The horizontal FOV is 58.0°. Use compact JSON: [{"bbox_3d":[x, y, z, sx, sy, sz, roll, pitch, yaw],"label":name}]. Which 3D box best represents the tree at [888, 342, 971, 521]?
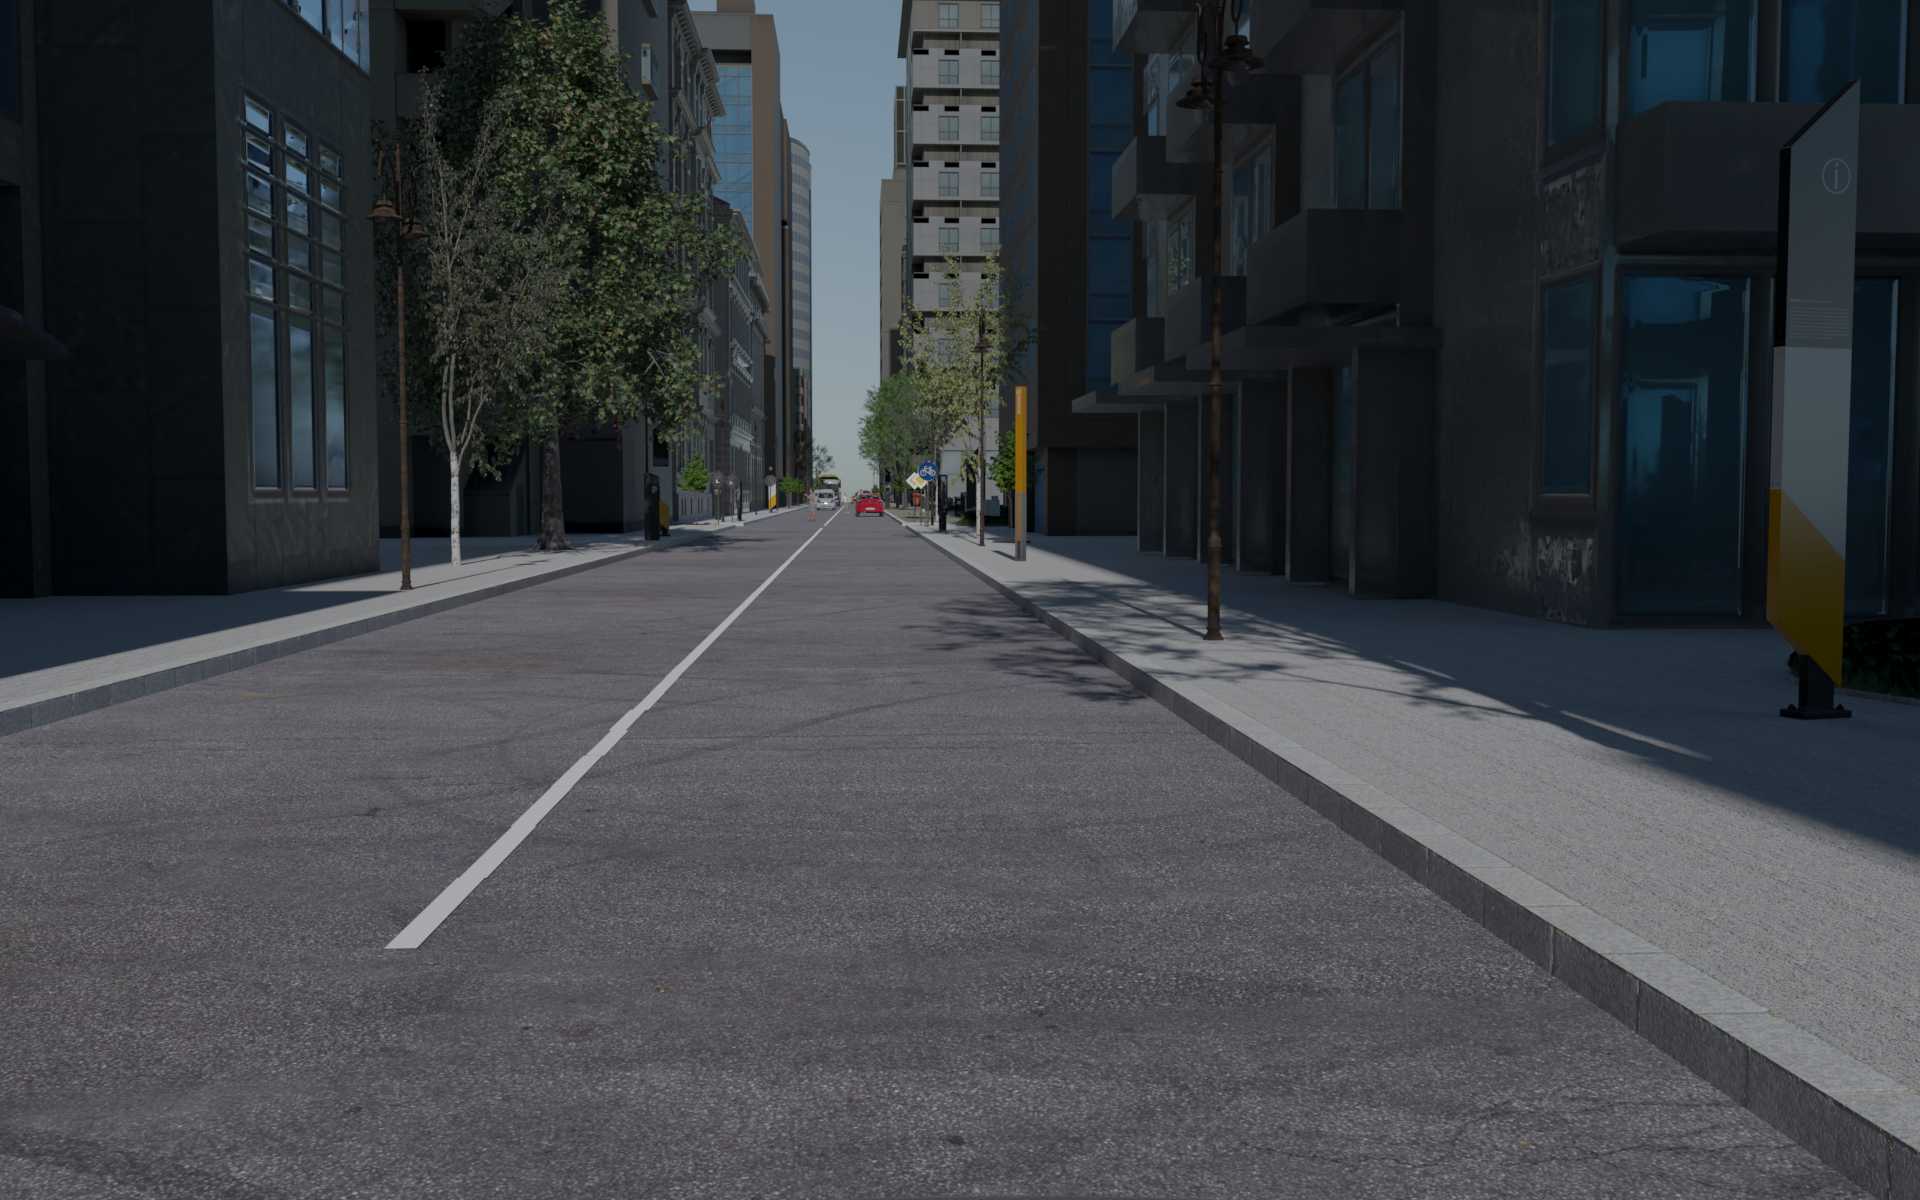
[{"bbox_3d":[-1.200,-8.124,83.191,4.360,8.622,3.978,0,3,0],"label":"tree"}]

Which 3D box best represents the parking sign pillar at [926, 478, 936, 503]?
[{"bbox_3d":[-2.725,-10.051,152.801,1.447,3.967,1.447,0,4,2],"label":"parking sign pillar"}]

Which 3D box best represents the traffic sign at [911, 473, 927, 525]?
[{"bbox_3d":[-1.605,-4.138,71.307,0.795,2.450,0.064,0,4,-3],"label":"traffic sign"}]

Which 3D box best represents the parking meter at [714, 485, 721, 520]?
[{"bbox_3d":[-12.005,-4.901,85.840,0.255,1.863,0.399,1,4,8],"label":"parking meter"}]

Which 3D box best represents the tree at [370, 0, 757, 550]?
[{"bbox_3d":[-9.465,-7.502,39.671,9.611,12.733,9.660,0,3,0],"label":"tree"}]

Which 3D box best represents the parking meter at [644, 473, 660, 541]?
[{"bbox_3d":[-8.490,-2.572,47.756,0.255,1.863,0.399,3,4,39],"label":"parking meter"}]

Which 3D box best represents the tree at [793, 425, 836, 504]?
[{"bbox_3d":[-20.709,-18.150,231.170,8.767,10.594,7.601,-1,4,-11],"label":"tree"}]

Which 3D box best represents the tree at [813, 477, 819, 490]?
[{"bbox_3d":[-25.688,-20.061,311.710,4.285,4.588,4.351,0,3,0],"label":"tree"}]

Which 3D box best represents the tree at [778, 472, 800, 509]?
[{"bbox_3d":[-15.347,-9.678,152.828,1.663,3.219,1.824,0,3,0],"label":"tree"}]

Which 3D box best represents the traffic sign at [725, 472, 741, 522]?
[{"bbox_3d":[-10.363,-4.597,78.804,0.795,2.450,0.064,0,4,-3],"label":"traffic sign"}]

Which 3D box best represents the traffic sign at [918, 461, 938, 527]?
[{"bbox_3d":[-1.245,-4.090,66.983,0.768,2.556,0.104,0,3,0],"label":"traffic sign"}]

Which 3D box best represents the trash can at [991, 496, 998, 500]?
[{"bbox_3d":[3.101,-8.734,154.454,0.748,1.137,0.748,0,3,0],"label":"trash can"}]

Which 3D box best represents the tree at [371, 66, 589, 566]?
[{"bbox_3d":[-8.820,-4.927,30.923,4.360,8.622,3.978,0,3,0],"label":"tree"}]

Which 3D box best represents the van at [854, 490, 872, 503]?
[{"bbox_3d":[-9.318,-9.865,168.301,2.013,2.044,4.112,0,4,-5],"label":"van"}]

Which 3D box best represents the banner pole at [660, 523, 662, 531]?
[{"bbox_3d":[-10.206,-4.255,59.583,0.401,3.779,0.863,-3,4,-37],"label":"banner pole"}]

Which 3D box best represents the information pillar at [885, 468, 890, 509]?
[{"bbox_3d":[-6.424,-9.918,153.518,0.504,3.616,0.183,-1,4,-10],"label":"information pillar"}]

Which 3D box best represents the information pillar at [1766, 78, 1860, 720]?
[{"bbox_3d":[4.842,-1.130,9.825,0.504,3.616,0.183,-1,4,-18],"label":"information pillar"}]

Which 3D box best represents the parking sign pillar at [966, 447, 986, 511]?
[{"bbox_3d":[0.885,-6.620,96.715,1.447,3.967,1.447,-2,4,-35],"label":"parking sign pillar"}]

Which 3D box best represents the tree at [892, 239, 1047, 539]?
[{"bbox_3d":[0.298,-6.060,49.439,4.737,8.622,4.395,0,3,0],"label":"tree"}]

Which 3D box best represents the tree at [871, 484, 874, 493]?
[{"bbox_3d":[-14.936,-18.990,305.089,1.663,3.219,1.824,0,3,0],"label":"tree"}]

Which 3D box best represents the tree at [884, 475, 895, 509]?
[{"bbox_3d":[-5.179,-9.510,150.083,1.663,3.219,1.824,0,3,0],"label":"tree"}]

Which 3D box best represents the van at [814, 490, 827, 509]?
[{"bbox_3d":[-13.773,-9.889,168.695,2.013,2.044,4.112,0,4,-3],"label":"van"}]

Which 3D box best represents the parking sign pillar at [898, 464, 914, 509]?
[{"bbox_3d":[-4.485,-9.652,146.287,1.447,3.967,1.447,0,4,6],"label":"parking sign pillar"}]

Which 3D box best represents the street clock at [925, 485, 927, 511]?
[{"bbox_3d":[-2.597,-7.642,129.523,0.358,2.002,0.471,-1,4,-16],"label":"street clock"}]

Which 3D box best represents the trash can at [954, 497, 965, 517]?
[{"bbox_3d":[-0.016,-5.341,98.973,0.748,1.137,0.748,0,3,0],"label":"trash can"}]

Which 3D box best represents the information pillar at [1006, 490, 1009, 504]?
[{"bbox_3d":[4.017,-8.567,144.561,0.304,2.012,0.304,1,4,18],"label":"information pillar"}]

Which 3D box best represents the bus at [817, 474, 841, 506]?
[{"bbox_3d":[-16.534,-13.988,220.252,2.896,3.916,12.252,0,4,-2],"label":"bus"}]

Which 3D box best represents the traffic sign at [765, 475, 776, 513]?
[{"bbox_3d":[-12.699,-7.095,116.113,0.768,2.556,0.104,0,4,0],"label":"traffic sign"}]

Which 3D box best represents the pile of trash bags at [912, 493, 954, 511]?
[{"bbox_3d":[-1.956,-7.462,131.748,3.447,1.369,1.912,1,4,11],"label":"pile of trash bags"}]

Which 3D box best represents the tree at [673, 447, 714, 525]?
[{"bbox_3d":[-10.992,-4.742,72.140,1.663,3.219,1.824,0,3,0],"label":"tree"}]

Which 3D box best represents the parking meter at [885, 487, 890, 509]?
[{"bbox_3d":[-6.190,-8.675,147.548,0.399,1.863,0.255,0,4,2],"label":"parking meter"}]

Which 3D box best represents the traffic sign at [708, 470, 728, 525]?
[{"bbox_3d":[-9.885,-4.110,70.833,0.795,2.450,0.064,0,4,-3],"label":"traffic sign"}]

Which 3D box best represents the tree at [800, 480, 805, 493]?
[{"bbox_3d":[-17.547,-11.675,185.480,1.663,3.219,1.824,0,3,0],"label":"tree"}]

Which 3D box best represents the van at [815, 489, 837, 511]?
[{"bbox_3d":[-11.782,-8.888,152.329,2.013,2.044,4.112,0,4,-3],"label":"van"}]

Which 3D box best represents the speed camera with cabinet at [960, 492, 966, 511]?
[{"bbox_3d":[0.603,-7.840,122.524,0.660,3.252,2.038,-1,4,-19],"label":"speed camera with cabinet"}]

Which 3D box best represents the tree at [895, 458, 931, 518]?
[{"bbox_3d":[-2.396,-6.027,93.136,1.663,3.219,1.824,0,3,0],"label":"tree"}]

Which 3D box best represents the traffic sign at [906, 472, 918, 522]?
[{"bbox_3d":[-2.082,-4.626,79.277,0.795,2.450,0.064,0,4,-3],"label":"traffic sign"}]

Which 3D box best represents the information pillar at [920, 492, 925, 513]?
[{"bbox_3d":[-2.500,-6.846,116.421,0.304,2.012,0.304,0,4,-5],"label":"information pillar"}]

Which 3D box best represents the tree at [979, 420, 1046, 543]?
[{"bbox_3d":[1.382,-3.115,45.525,1.663,3.219,1.824,0,3,0],"label":"tree"}]

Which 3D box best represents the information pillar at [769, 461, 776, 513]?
[{"bbox_3d":[-13.055,-7.887,120.300,0.504,3.616,0.183,-1,4,-9],"label":"information pillar"}]

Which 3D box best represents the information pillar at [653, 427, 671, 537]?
[{"bbox_3d":[-9.013,-3.728,52.305,0.504,3.616,0.183,-1,4,-10],"label":"information pillar"}]

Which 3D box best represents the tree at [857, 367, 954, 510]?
[{"bbox_3d":[-4.282,-13.111,140.124,9.928,11.665,9.643,0,3,0],"label":"tree"}]

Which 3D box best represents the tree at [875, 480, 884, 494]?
[{"bbox_3d":[-8.343,-12.624,201.001,1.663,3.219,1.824,0,3,0],"label":"tree"}]

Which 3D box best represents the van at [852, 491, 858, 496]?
[{"bbox_3d":[-16.329,-16.576,278.035,2.013,2.044,4.112,0,4,-4],"label":"van"}]

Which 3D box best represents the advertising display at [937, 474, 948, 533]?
[{"bbox_3d":[-0.575,-3.181,57.224,0.123,1.923,0.974,1,4,13],"label":"advertising display"}]

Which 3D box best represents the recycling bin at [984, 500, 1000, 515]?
[{"bbox_3d":[1.356,-4.126,80.016,0.722,1.027,0.722,-3,4,-36],"label":"recycling bin"}]

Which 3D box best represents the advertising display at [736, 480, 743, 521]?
[{"bbox_3d":[-10.509,-4.728,82.518,0.123,1.923,0.974,-1,4,-17],"label":"advertising display"}]
